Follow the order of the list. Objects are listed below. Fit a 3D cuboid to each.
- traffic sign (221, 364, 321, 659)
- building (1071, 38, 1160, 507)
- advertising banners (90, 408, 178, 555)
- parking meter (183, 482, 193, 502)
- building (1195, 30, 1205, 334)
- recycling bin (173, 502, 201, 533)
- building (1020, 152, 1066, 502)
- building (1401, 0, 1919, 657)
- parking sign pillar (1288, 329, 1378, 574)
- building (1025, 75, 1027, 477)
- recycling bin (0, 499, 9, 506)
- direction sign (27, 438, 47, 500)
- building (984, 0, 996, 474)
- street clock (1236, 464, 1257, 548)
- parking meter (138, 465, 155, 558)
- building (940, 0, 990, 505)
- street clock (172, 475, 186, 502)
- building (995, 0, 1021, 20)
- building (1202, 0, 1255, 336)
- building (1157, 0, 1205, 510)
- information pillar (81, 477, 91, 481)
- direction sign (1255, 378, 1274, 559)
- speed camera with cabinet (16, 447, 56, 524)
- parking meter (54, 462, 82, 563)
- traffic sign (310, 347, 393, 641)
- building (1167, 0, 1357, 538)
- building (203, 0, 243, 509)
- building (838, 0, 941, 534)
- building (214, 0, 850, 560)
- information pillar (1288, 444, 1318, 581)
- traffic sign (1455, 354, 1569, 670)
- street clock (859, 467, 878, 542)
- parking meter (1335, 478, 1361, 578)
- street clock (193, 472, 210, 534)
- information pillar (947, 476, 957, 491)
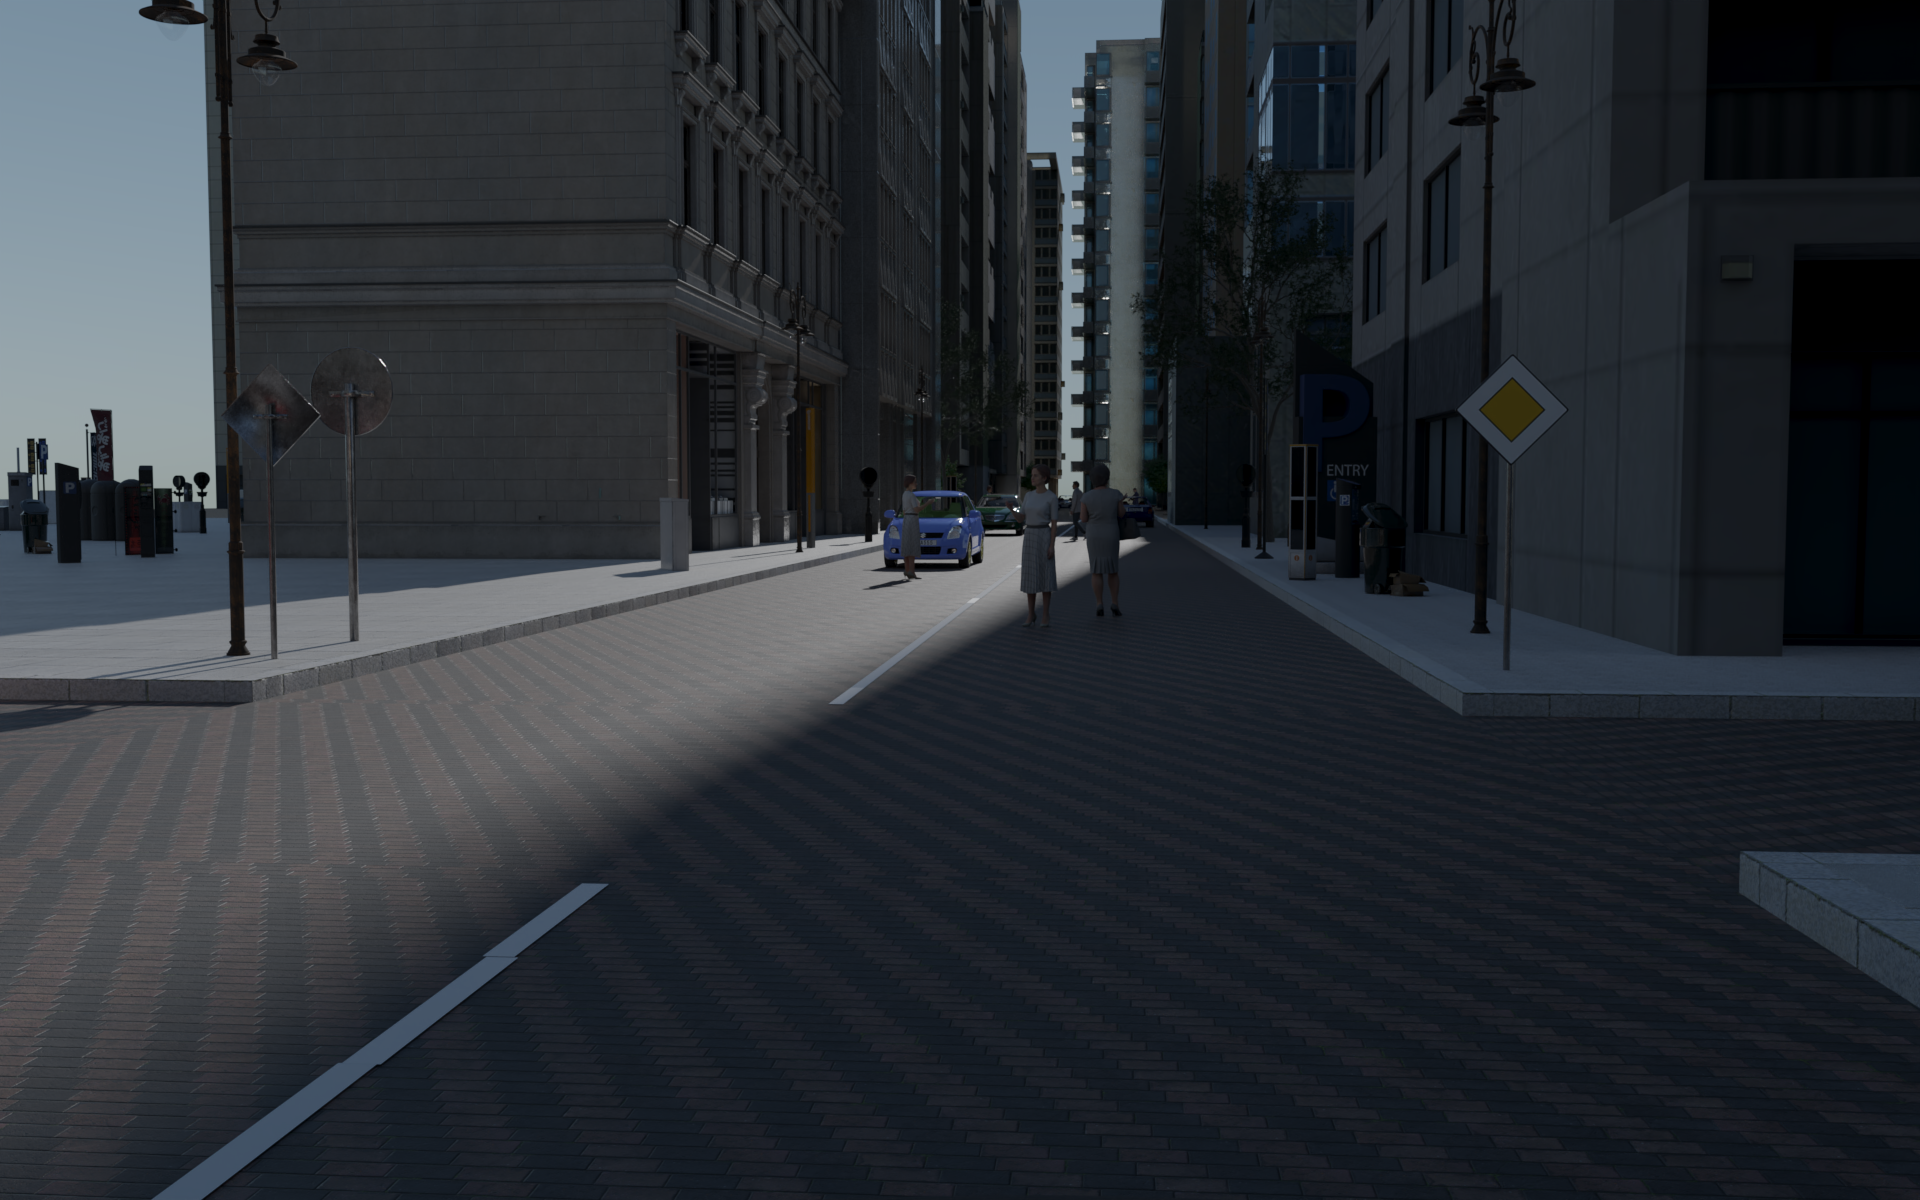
[{"bbox_3d":[-5.328,-0.597,13.407,0.795,2.450,0.064,0,4,5],"label":"traffic sign"},{"bbox_3d":[27.093,-34.408,182.171,30.456,49.044,23.786,0,4,5],"label":"building"},{"bbox_3d":[-17.350,-2.459,36.400,0.090,3.025,2.074,2,4,24],"label":"advertising banners"},{"bbox_3d":[-37.305,-4.772,83.730,0.399,1.863,0.255,2,4,27],"label":"parking meter"},{"bbox_3d":[22.128,-20.768,111.250,14.160,30.474,14.107,0,4,5],"label":"building"},{"bbox_3d":[-25.902,-2.779,57.994,0.722,1.027,0.722,3,5,41],"label":"recycling bin"},{"bbox_3d":[-0.747,-30.371,188.442,23.993,40.220,32.217,0,4,5],"label":"building"},{"bbox_3d":[16.863,-35.629,20.782,20.611,71.187,20.563,0,4,5],"label":"building"},{"bbox_3d":[6.123,-2.436,28.302,1.447,3.967,1.447,0,4,-2],"label":"parking sign pillar"},{"bbox_3d":[-1.106,-28.868,155.582,14.086,41.232,14.154,0,4,5],"label":"building"},{"bbox_3d":[-47.709,-4.540,86.775,0.722,1.027,0.722,2,4,27],"label":"recycling bin"},{"bbox_3d":[-37.393,-4.785,70.231,0.876,3.537,0.379,1,4,12],"label":"direction sign"},{"bbox_3d":[-11.743,-32.328,117.795,28.713,52.752,27.495,0,4,5],"label":"building"},{"bbox_3d":[6.854,-2.256,41.453,0.471,2.002,0.358,1,4,21],"label":"street clock"},{"bbox_3d":[-16.448,-1.793,35.033,0.255,1.863,0.399,-1,4,-22],"label":"parking meter"},{"bbox_3d":[-5.865,-19.838,96.053,14.160,30.474,14.107,0,4,5],"label":"building"},{"bbox_3d":[-30.041,-3.798,66.669,0.471,2.002,0.358,2,4,28],"label":"street clock"},{"bbox_3d":[-2.537,-27.802,138.156,14.154,41.232,14.086,0,4,5],"label":"building"},{"bbox_3d":[20.941,-27.315,96.719,14.600,45.320,14.200,0,4,5],"label":"building"},{"bbox_3d":[28.101,-32.147,149.300,21.300,48.544,21.600,0,4,5],"label":"building"},{"bbox_3d":[-38.038,-4.338,75.426,0.304,2.012,0.304,0,4,7],"label":"information pillar"},{"bbox_3d":[6.043,-2.587,34.302,0.379,3.537,0.876,1,4,14],"label":"direction sign"},{"bbox_3d":[-39.448,-4.874,74.021,2.038,3.252,0.660,-2,4,-32],"label":"speed camera with cabinet"},{"bbox_3d":[-16.580,-1.622,32.229,0.399,1.863,0.255,-3,5,-45],"label":"parking meter"},{"bbox_3d":[-5.287,-0.914,15.044,0.768,2.556,0.104,1,4,9],"label":"traffic sign"},{"bbox_3d":[19.488,-45.859,62.459,22.319,86.520,31.000,0,4,5],"label":"building"},{"bbox_3d":[-53.171,-43.946,156.764,20.611,71.187,20.563,0,4,5],"label":"building"},{"bbox_3d":[-7.704,-15.105,64.985,12.078,24.808,19.932,0,4,5],"label":"building"},{"bbox_3d":[-9.927,-11.261,35.034,10.553,20.767,40.483,0,4,5],"label":"building"},{"bbox_3d":[5.100,-1.299,25.738,0.304,2.012,0.304,-3,5,-43],"label":"information pillar"},{"bbox_3d":[3.977,-0.545,12.552,0.795,2.450,0.064,0,4,5],"label":"traffic sign"},{"bbox_3d":[-2.453,-2.560,46.432,0.471,2.002,0.358,-1,4,-11],"label":"street clock"},{"bbox_3d":[5.944,-1.108,26.526,0.372,1.533,0.369,0,3,0],"label":"parking meter"},{"bbox_3d":[-24.564,-3.155,56.153,0.471,2.002,0.358,-2,4,-34],"label":"street clock"},{"bbox_3d":[-0.334,-4.009,70.040,0.304,2.012,0.304,-2,4,-32],"label":"information pillar"}]
